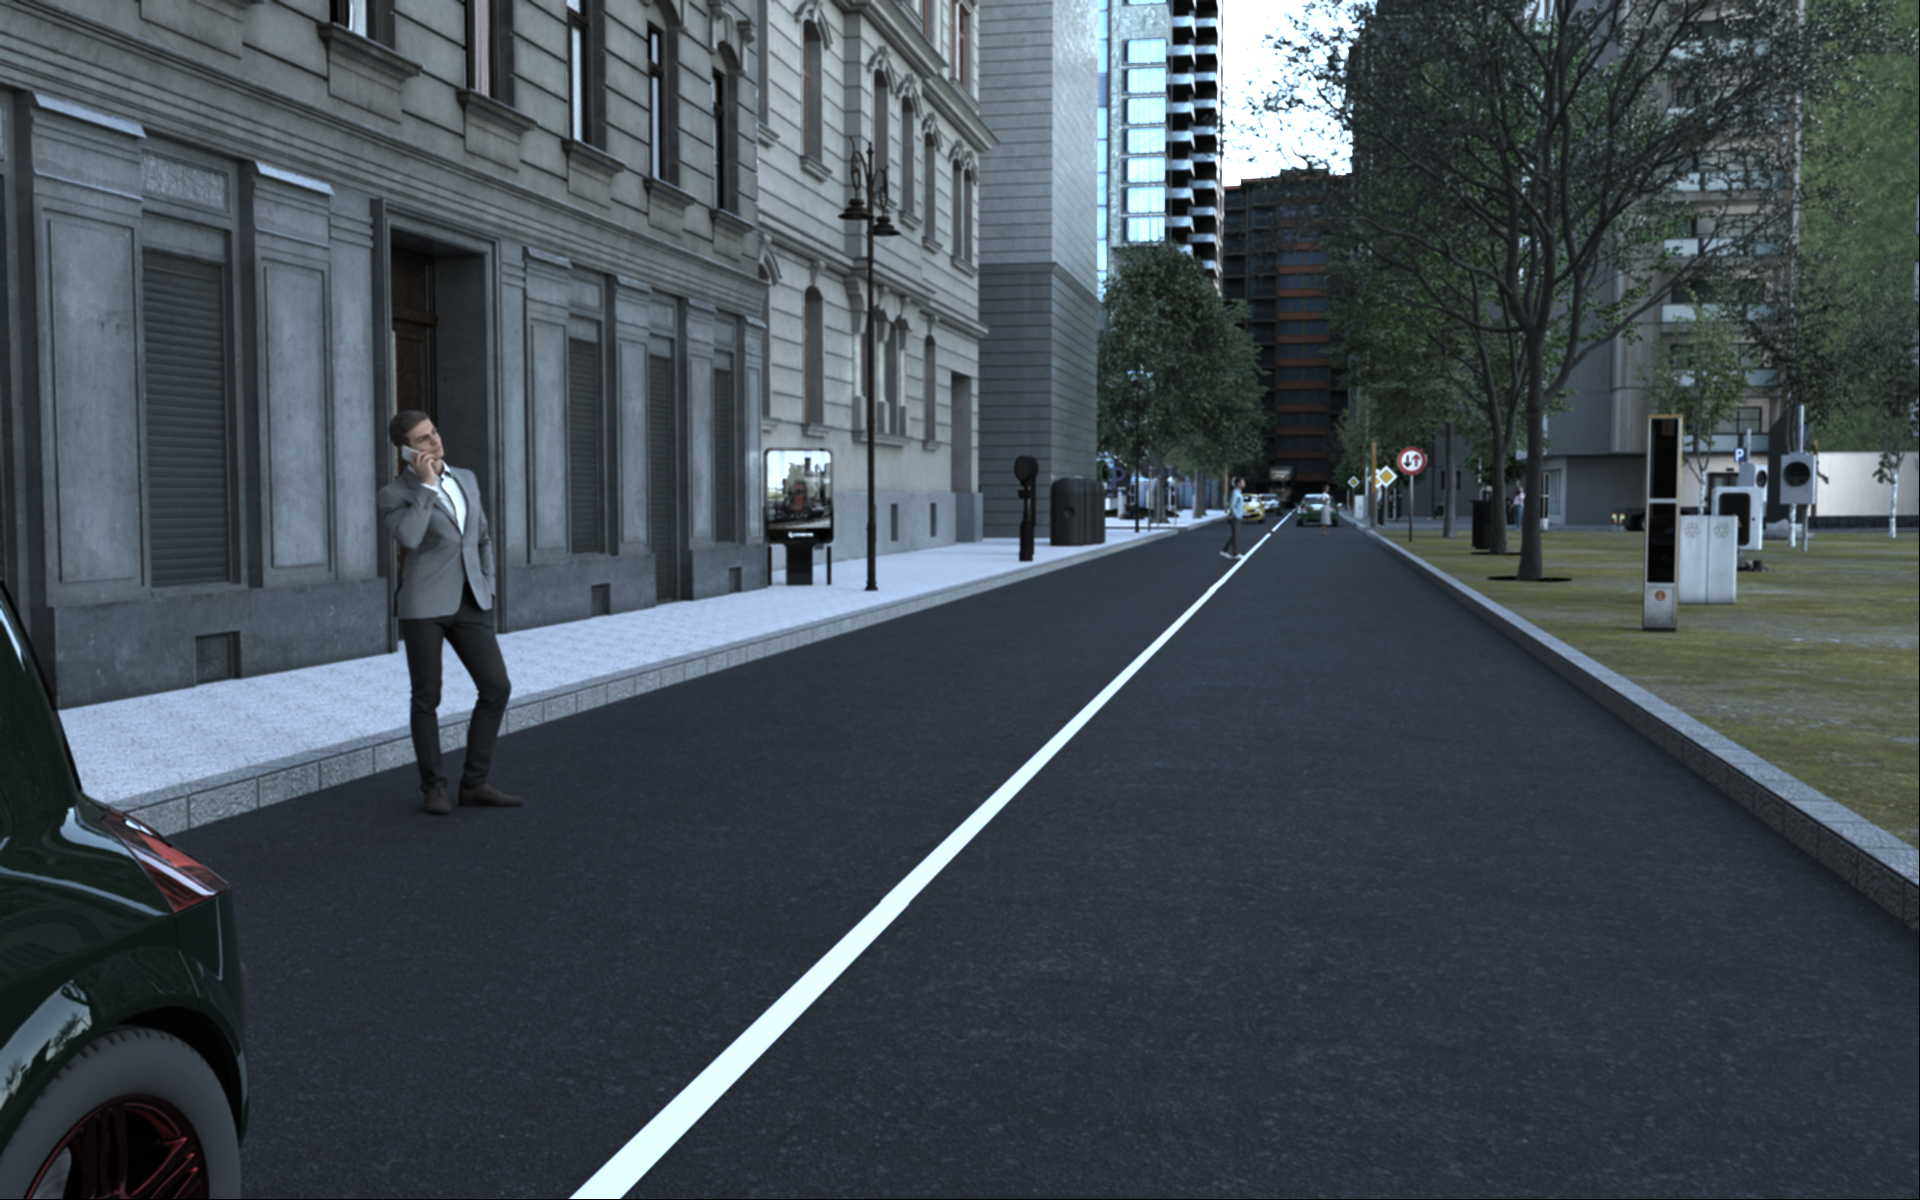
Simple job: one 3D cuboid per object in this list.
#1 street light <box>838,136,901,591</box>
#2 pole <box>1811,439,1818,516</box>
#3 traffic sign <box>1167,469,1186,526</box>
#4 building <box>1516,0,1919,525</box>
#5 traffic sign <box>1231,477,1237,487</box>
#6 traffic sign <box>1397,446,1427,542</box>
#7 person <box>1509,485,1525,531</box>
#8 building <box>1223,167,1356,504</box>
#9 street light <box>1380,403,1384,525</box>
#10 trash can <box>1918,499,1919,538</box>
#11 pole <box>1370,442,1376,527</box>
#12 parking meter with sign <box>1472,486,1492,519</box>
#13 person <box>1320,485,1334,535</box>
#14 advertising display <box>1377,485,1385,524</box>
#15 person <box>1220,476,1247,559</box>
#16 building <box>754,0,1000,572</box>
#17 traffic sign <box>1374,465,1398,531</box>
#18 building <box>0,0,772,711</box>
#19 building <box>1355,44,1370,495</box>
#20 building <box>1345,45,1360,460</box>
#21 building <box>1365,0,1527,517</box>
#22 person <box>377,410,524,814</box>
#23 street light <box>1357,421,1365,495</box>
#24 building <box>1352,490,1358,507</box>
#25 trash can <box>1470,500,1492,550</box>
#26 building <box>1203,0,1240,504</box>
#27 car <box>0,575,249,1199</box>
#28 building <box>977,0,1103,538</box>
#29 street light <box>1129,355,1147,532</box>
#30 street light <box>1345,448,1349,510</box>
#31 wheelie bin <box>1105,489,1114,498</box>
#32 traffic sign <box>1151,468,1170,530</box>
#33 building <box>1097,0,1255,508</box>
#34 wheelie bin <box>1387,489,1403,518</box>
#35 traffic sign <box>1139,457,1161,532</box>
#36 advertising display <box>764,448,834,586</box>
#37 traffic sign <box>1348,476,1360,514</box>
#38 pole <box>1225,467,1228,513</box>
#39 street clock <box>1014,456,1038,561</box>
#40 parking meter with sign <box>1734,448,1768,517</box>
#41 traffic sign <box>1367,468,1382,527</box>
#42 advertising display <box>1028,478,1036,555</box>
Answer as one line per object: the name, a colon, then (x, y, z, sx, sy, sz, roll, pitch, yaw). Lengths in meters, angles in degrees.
street light: (-1.179, -3.064, 22.888, 0.468, 5.910, 1.993, 1, 4, 11)
pole: (31.957, -4.339, 64.778, 0.158, 3.312, 0.155, 0, 3, 0)
traffic sign: (8.629, -4.016, 69.306, 0.795, 2.450, 0.064, 1, 4, 11)
building: (31.528, -23.776, 72.331, 14.086, 41.232, 14.154, 1, 4, 11)
traffic sign: (20.381, -7.814, 127.865, 0.768, 2.556, 0.104, 1, 4, 21)
traffic sign: (12.094, -2.832, 46.417, 0.768, 2.556, 0.104, 1, 4, 12)
person: (20.795, -3.388, 64.489, 0.643, 1.750, 0.593, -3, 5, -40)
building: (45.885, -35.530, 235.543, 28.867, 44.769, 22.147, 1, 4, 11)
street light: (17.277, -5.987, 70.674, 0.468, 5.910, 1.993, 1, 4, 11)
trash can: (26.974, -2.226, 48.048, 0.748, 1.137, 0.748, 0, 3, 0)
pole: (16.138, -4.510, 67.586, 0.158, 3.312, 0.155, 0, 3, 0)
parking meter with sign: (27.586, -5.780, 90.760, 1.738, 3.016, 0.543, -2, 4, -33)
person: (12.763, -3.119, 60.060, 0.524, 1.755, 0.480, 2, 4, 33)
advertising display: (17.735, -4.148, 73.041, 0.123, 1.923, 0.974, 0, 4, 2)
person: (6.085, -1.835, 38.516, 0.620, 1.820, 0.660, 1, 4, 13)
building: (-7.678, -15.234, 36.458, 14.401, 28.519, 23.554, 1, 4, 11)
traffic sign: (14.730, -3.441, 59.909, 0.795, 2.450, 0.064, 1, 4, 11)
building: (-8.982, -10.157, 15.217, 9.793, 20.994, 18.267, 1, 4, 11)
building: (43.738, -31.108, 158.730, 14.600, 45.320, 14.200, 1, 4, 11)
building: (58.505, -37.219, 197.765, 28.713, 52.752, 27.495, 1, 4, 11)
building: (31.877, -20.374, 104.818, 14.160, 30.474, 14.107, 1, 4, 11)
person: (-2.308, 0.052, 7.834, 0.592, 1.802, 0.473, -2, 4, -35)
street light: (24.556, -8.149, 106.023, 0.468, 5.910, 1.993, 1, 4, 11)
building: (50.504, -45.020, 174.323, 20.563, 71.187, 20.611, 1, 4, 11)
trash can: (12.212, -1.746, 40.207, 0.748, 1.137, 0.748, 0, 3, 0)
building: (19.755, -45.674, 185.026, 20.563, 71.187, 20.611, 1, 4, 11)
car: (-2.331, 0.517, 1.337, 2.009, 1.686, 4.222, 1, 4, 12)
building: (-10.690, -17.140, 57.736, 29.804, 29.767, 11.434, 1, 4, 11)
street light: (5.931, -5.201, 57.816, 0.468, 5.910, 1.993, 1, 4, 11)
street light: (31.497, -10.285, 140.946, 0.468, 5.910, 1.993, 1, 4, 11)
wheelie bin: (10.079, -6.776, 118.695, 0.980, 1.594, 0.693, 2, 4, 24)
traffic sign: (7.045, -3.537, 61.479, 0.795, 2.450, 0.064, 1, 4, 11)
building: (19.647, -54.726, 207.437, 31.000, 86.520, 22.319, 1, 4, 11)
wheelie bin: (23.278, -5.180, 92.605, 0.693, 1.594, 0.980, 2, 4, 31)
traffic sign: (6.471, -3.610, 59.133, 0.768, 2.556, 0.104, 1, 4, 20)
advertising display: (-2.261, -1.169, 24.321, 0.974, 1.923, 0.123, -1, 4, -17)
traffic sign: (24.750, -6.589, 108.915, 0.795, 2.450, 0.064, 1, 4, 17)
pole: (17.632, -7.381, 114.523, 0.158, 3.312, 0.155, 0, 3, 0)
street clock: (1.262, -1.743, 33.064, 0.358, 2.002, 0.471, -2, 4, -35)
parking meter with sign: (30.215, -4.245, 65.663, 1.738, 3.016, 0.543, -1, 4, -19)
traffic sign: (16.314, -3.920, 67.736, 0.795, 2.450, 0.064, 1, 4, 11)
advertising display: (1.514, -1.940, 36.936, 0.123, 1.923, 0.974, 0, 4, -3)
